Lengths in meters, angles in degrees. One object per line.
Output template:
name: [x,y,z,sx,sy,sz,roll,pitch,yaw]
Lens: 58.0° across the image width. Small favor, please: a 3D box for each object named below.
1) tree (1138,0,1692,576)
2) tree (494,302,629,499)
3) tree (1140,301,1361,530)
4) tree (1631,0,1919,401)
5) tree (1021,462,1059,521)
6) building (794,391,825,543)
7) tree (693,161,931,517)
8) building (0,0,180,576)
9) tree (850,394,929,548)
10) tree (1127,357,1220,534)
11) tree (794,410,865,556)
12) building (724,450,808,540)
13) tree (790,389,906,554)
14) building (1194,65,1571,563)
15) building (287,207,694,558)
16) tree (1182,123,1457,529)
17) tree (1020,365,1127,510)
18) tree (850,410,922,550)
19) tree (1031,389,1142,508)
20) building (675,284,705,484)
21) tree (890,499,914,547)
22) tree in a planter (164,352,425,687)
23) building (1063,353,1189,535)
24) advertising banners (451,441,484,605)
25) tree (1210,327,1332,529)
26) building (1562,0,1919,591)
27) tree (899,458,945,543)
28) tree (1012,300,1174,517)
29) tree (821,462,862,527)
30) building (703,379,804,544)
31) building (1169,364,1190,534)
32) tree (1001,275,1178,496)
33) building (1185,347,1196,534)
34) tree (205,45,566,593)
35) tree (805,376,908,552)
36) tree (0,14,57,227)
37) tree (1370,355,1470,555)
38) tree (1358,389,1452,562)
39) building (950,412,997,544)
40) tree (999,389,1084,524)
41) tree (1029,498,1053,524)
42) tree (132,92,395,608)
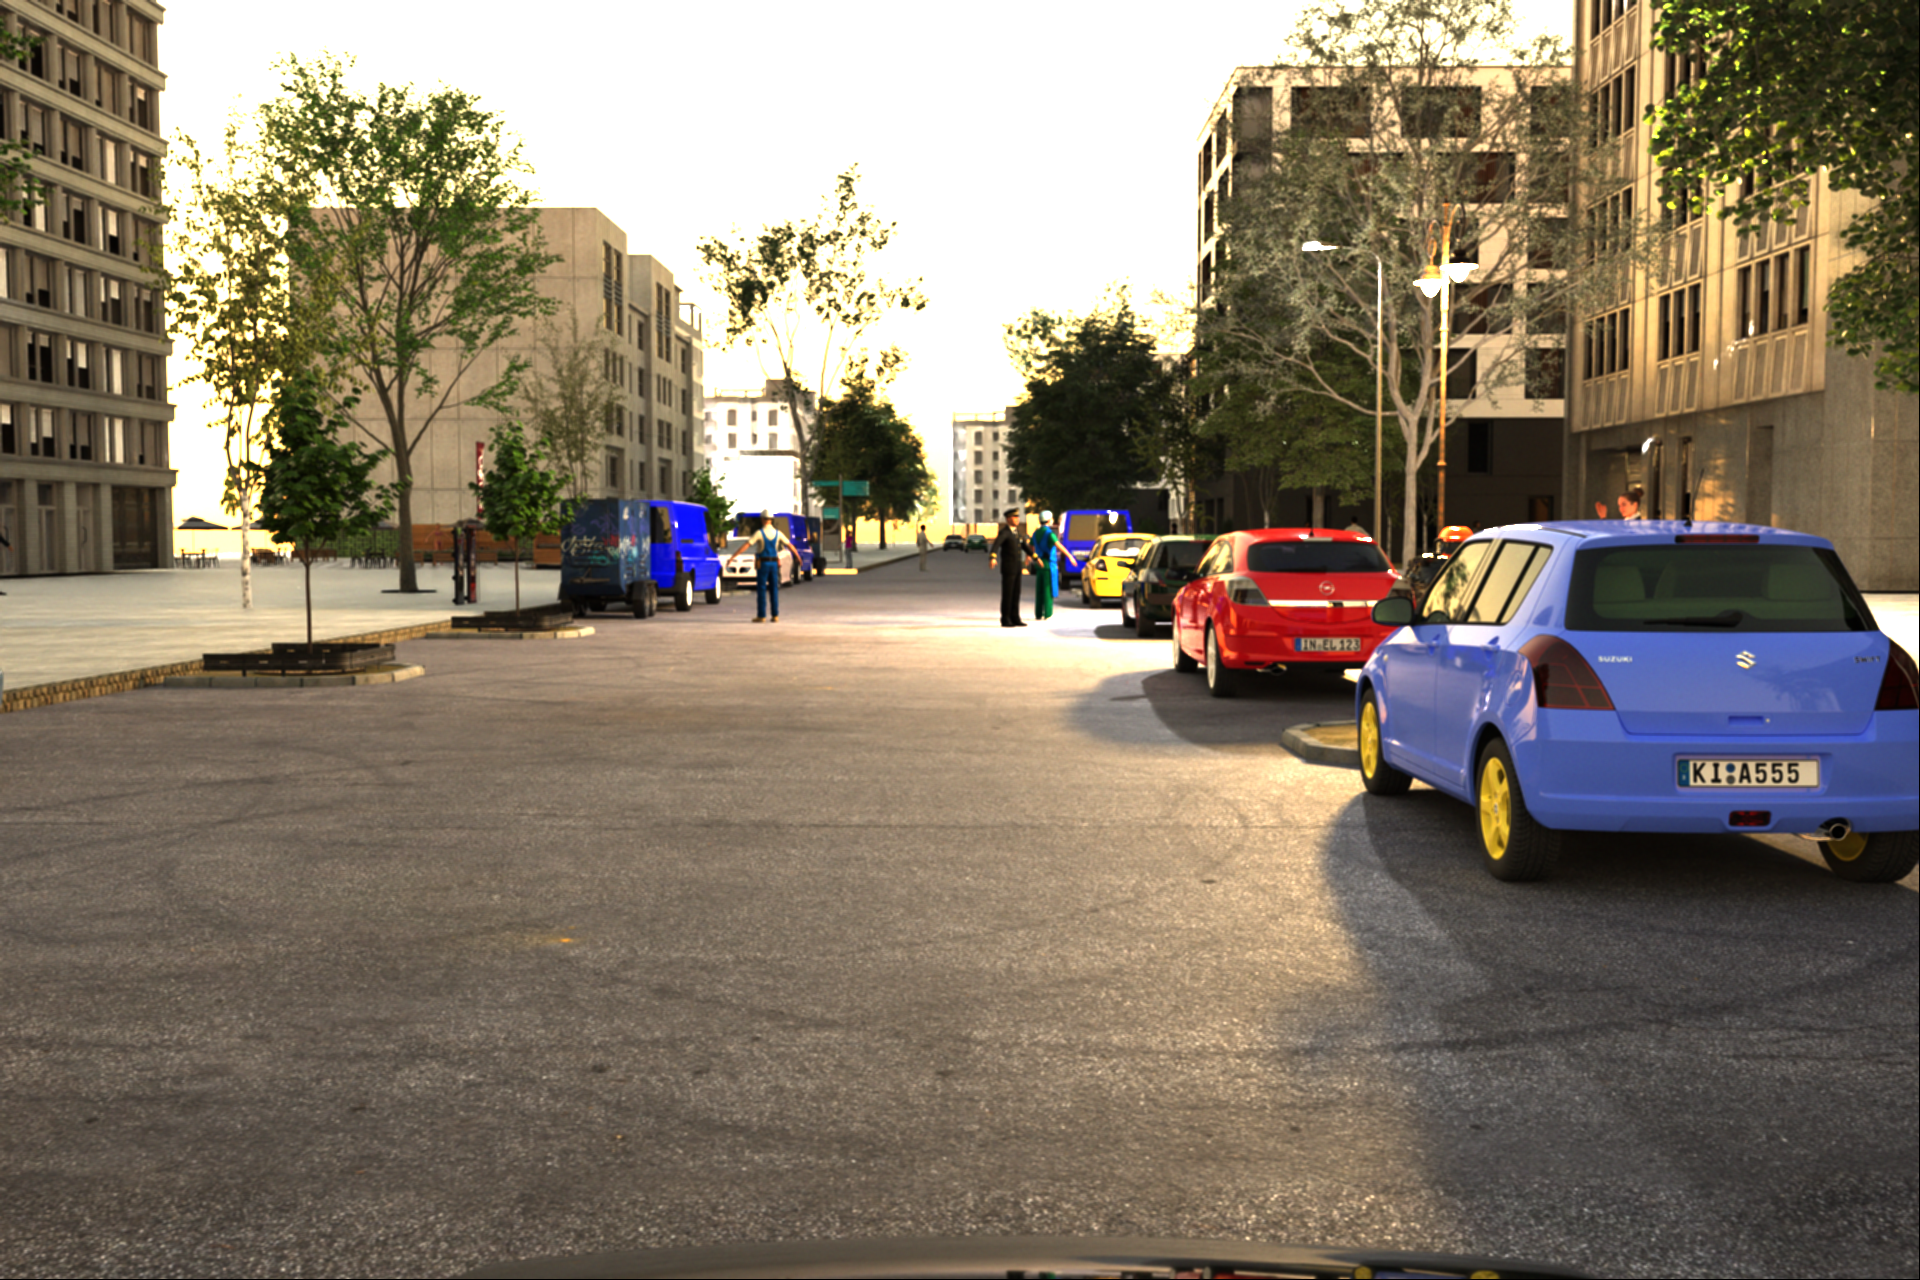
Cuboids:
tree: [9.268,-7.631,35.140,12.009,13.543,11.850,0,3,0]
tree: [-11.867,-6.376,54.615,4.360,8.622,3.978,0,3,0]
tree: [10.914,-7.946,64.327,8.767,10.594,7.601,0,4,6]
tree: [9.450,-6.520,13.255,9.857,13.997,8.962,0,3,0]
tree: [8.865,-14.004,154.719,9.928,11.665,9.643,0,3,0]
building: [-24.139,-22.802,229.237,16.016,20.090,11.380,0,4,1]
tree: [-7.690,-14.282,89.392,12.611,20.169,13.585,0,3,0]
building: [-30.909,-12.476,50.651,8.464,21.280,15.925,0,4,1]
tree: [-6.939,-15.290,156.650,9.857,13.997,8.962,0,3,0]
tree: [9.019,-7.374,70.928,4.737,8.622,4.395,0,3,0]
tree: [-7.447,-9.261,101.782,4.737,8.622,4.395,0,3,0]
building: [-20.908,-14.959,186.732,9.099,9.664,28.070,0,4,1]
tree: [-7.002,-10.755,110.253,8.767,10.594,7.601,2,4,31]
building: [26.202,-15.182,92.203,27.936,21.610,32.646,0,4,1]
building: [-27.817,-14.876,109.679,16.747,18.905,31.486,0,4,1]
tree: [10.110,-7.998,48.891,7.486,12.596,7.792,0,3,0]
tree: [7.939,-12.098,115.924,7.486,12.596,7.792,0,3,0]
tree: [-6.574,-13.300,143.203,9.928,11.665,9.643,0,3,0]
tree: [7.763,-10.528,106.539,7.601,10.594,8.767,1,4,14]
building: [-26.494,-16.824,131.495,16.016,20.090,11.380,0,4,1]
tree: [-6.211,-13.322,168.175,4.737,8.622,4.395,0,3,0]
tree in a planter: [-6.466,-1.217,17.121,1.991,3.239,1.994,0,4,1]
building: [26.373,-22.498,211.813,27.936,21.610,32.646,0,4,1]
advertising banners: [-9.103,-2.201,32.179,0.090,3.025,2.074,0,4,1]
tree: [10.071,-6.589,58.094,4.360,8.622,3.978,0,3,0]
building: [25.605,-14.002,46.195,12.078,24.872,19.932,0,4,1]
tree: [-5.885,-20.568,254.419,7.486,12.596,7.792,0,3,0]
tree: [7.406,-11.586,96.084,9.857,13.997,8.962,0,3,0]
tree: [-18.235,-21.303,254.965,9.857,13.997,8.962,0,3,0]
building: [-25.373,-21.741,211.882,16.016,20.090,11.380,0,4,1]
building: [28.135,-20.405,190.042,16.016,20.090,11.380,0,4,1]
tree: [9.644,-16.560,126.644,12.611,20.169,13.585,0,3,0]
building: [28.440,-18.717,136.953,19.493,23.208,18.063,0,4,1]
tree: [-12.252,-6.850,37.752,9.928,11.665,9.643,0,3,0]
tree: [-7.545,-12.581,123.822,7.486,12.596,7.792,0,3,0]
tree: [-12.218,-5.517,15.951,9.928,11.665,9.643,0,3,0]
tree: [18.707,-7.237,68.687,4.360,8.622,3.978,0,3,0]
tree: [18.505,-7.532,73.511,4.737,8.622,4.395,0,3,0]
building: [-1.164,-24.510,259.609,11.380,20.090,16.016,0,4,5]
tree: [8.117,-14.537,144.335,9.857,13.997,8.962,0,3,0]
tree: [8.934,-12.970,162.429,4.360,8.622,3.978,0,3,0]
tree: [-12.256,-4.874,30.055,4.737,8.622,4.395,0,3,0]
